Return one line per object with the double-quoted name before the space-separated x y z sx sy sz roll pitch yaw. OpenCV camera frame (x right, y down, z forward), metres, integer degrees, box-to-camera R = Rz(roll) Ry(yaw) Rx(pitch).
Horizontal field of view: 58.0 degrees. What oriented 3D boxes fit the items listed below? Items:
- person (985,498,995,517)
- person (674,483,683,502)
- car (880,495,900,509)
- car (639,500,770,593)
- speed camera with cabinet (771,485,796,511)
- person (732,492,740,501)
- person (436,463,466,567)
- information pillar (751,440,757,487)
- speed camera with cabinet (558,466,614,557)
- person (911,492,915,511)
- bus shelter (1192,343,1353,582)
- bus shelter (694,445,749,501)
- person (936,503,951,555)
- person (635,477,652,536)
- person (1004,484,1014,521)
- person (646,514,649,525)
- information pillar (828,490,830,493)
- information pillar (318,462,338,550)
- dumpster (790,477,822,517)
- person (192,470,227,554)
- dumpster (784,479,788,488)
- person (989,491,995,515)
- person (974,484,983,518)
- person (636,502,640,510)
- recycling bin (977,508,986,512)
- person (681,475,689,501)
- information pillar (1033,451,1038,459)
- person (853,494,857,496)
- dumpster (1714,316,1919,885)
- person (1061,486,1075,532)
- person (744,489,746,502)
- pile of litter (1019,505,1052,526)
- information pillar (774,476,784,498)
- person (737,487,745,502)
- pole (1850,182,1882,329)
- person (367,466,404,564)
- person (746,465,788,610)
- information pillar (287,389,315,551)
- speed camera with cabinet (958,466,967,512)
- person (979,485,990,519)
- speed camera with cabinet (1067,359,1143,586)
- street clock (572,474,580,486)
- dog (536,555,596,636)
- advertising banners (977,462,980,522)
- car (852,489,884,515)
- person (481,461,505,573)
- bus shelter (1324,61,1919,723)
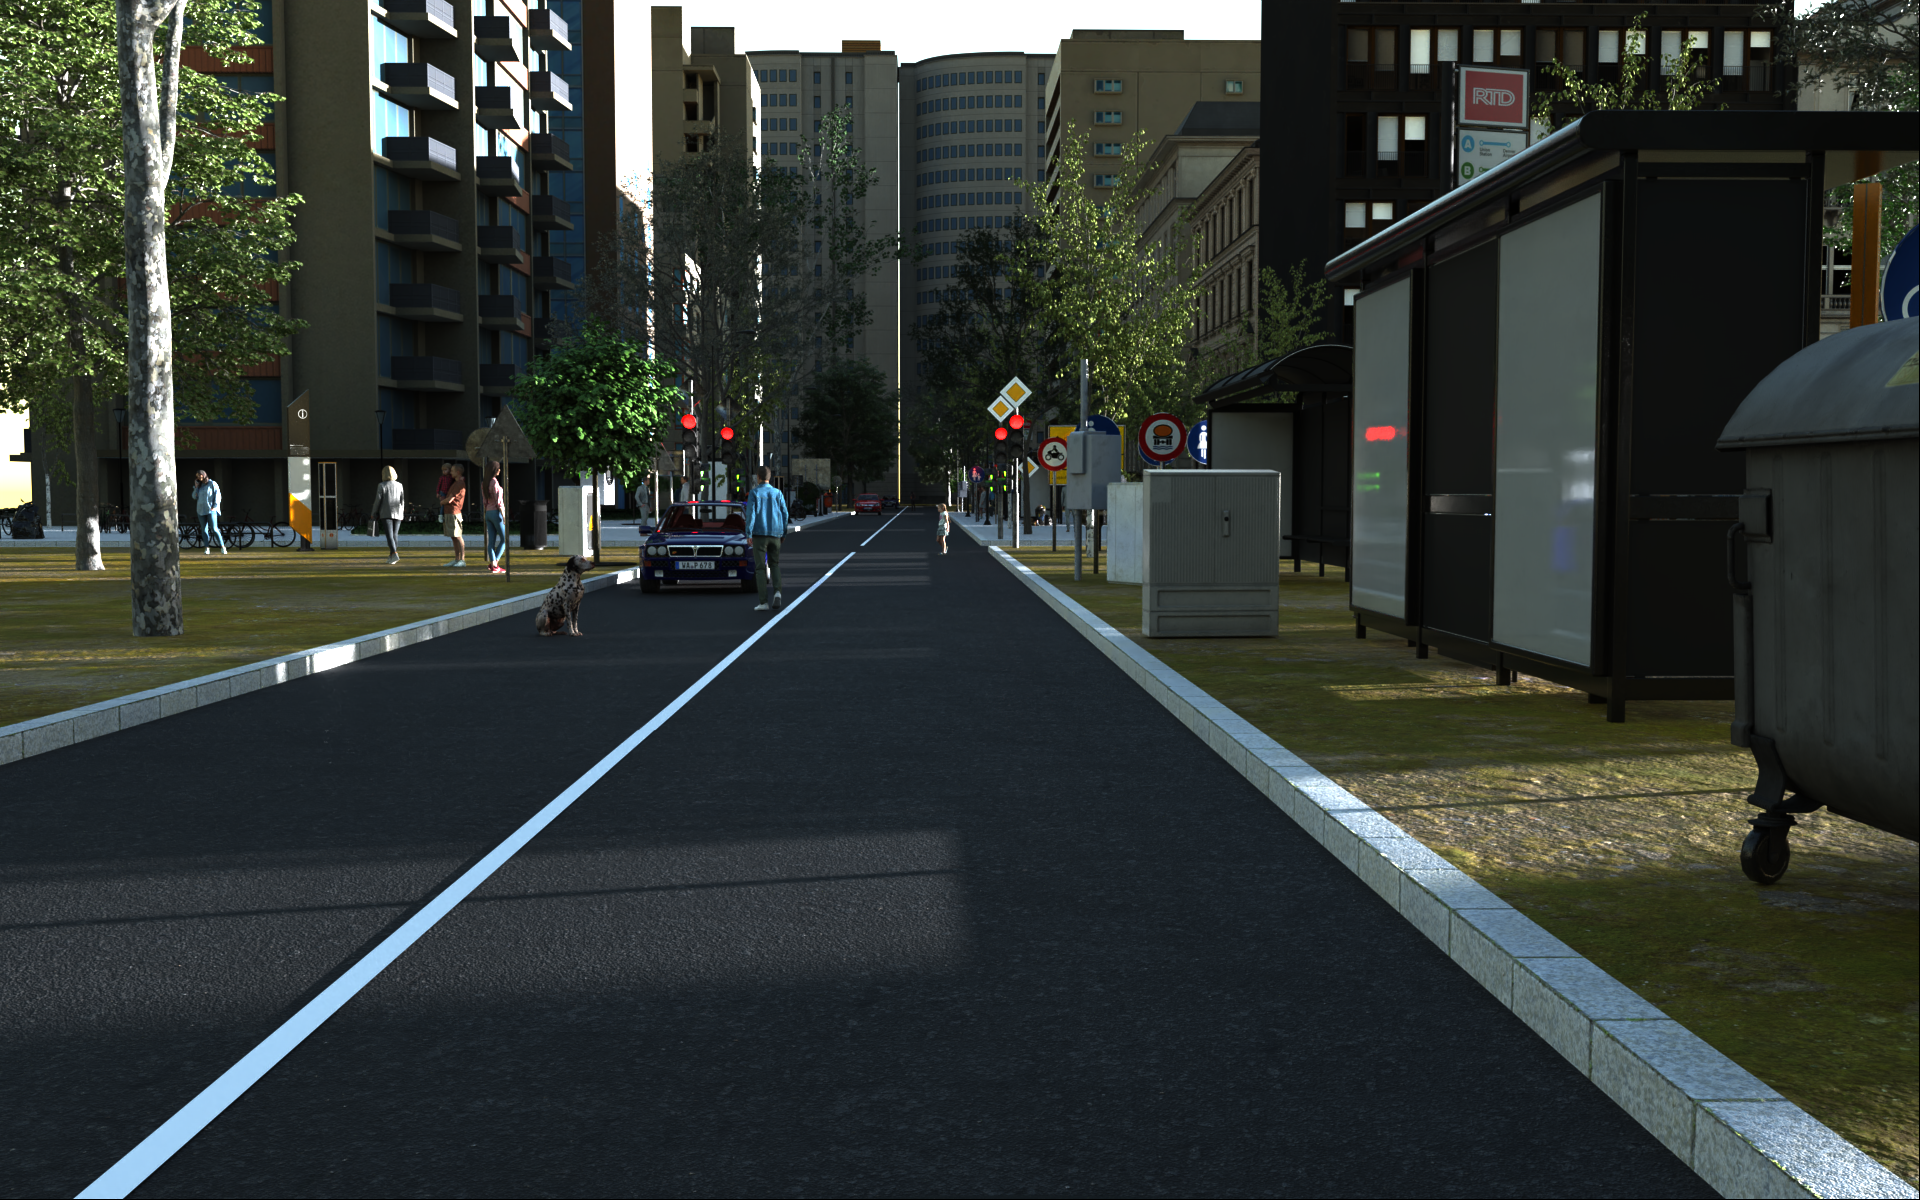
"person" 2.021 -5.503 96.238 0.699 1.804 1.509 -1 4 -23
"person" -11.832 -4.098 73.390 0.623 1.781 0.721 0 4 -1
"car" -6.697 -9.306 164.735 1.945 1.354 3.894 0 4 0
"car" -3.838 -0.843 26.363 1.945 1.354 3.894 0 4 -3
"speed camera with cabinet" -10.217 -6.623 102.629 2.038 3.252 0.660 -2 4 -26
"person" -19.458 -8.803 149.991 1.348 1.822 0.705 -1 4 -8
"person" -8.949 -1.502 30.576 0.580 1.828 0.573 1 4 14
"information pillar" -8.854 -5.094 74.638 0.183 3.616 0.504 1 4 14
"speed camera with cabinet" -7.809 -2.565 36.272 0.660 3.252 2.038 0 4 6
"person" -3.983 -8.350 146.497 0.415 1.643 0.593 1 4 19
"bus shelter" 4.900 -1.960 25.963 2.014 3.302 5.546 0 4 -1
"bus shelter" -10.258 -4.892 73.914 2.014 3.302 5.546 0 4 -1
"person" -0.341 -1.667 40.771 0.382 1.210 0.505 -2 4 -25
"person" -9.631 -2.855 52.815 0.391 1.810 0.635 1 4 12
"person" 2.446 -4.658 82.376 0.419 1.800 0.721 -2 4 -26
"person" -12.832 -3.690 70.618 0.306 1.304 0.590 0 4 5
"information pillar" -9.344 -7.210 122.369 0.304 2.012 0.304 0 4 -6
"information pillar" -14.568 -2.168 39.934 0.304 2.012 0.304 -3 5 -43
"dumpster" -8.649 -5.851 98.155 1.502 2.255 1.985 0 4 -1
"person" -16.112 -1.889 37.187 0.793 1.790 0.793 -2 4 -24
"dumpster" -11.358 -6.699 112.030 1.502 2.255 1.985 0 4 -1
"person" 2.039 -6.093 106.009 0.444 1.785 0.601 -3 5 -42
"person" 1.044 -5.308 92.803 0.573 1.828 0.580 0 4 0
"person" -16.588 -5.162 90.454 0.620 1.820 0.660 1 4 19
"recycling bin" 1.481 -6.573 120.030 0.722 1.027 0.722 -2 4 -28
"person" -8.048 -2.790 51.501 0.795 1.843 0.661 0 4 4
"information pillar" 4.240 -6.339 94.994 0.504 3.616 0.183 0 4 5
"person" -10.629 -10.101 171.720 0.750 1.759 0.617 -2 4 -28
"dumpster" 3.173 0.049 4.959 1.264 1.857 1.865 0 4 -1
"person" 3.747 -3.218 58.759 0.635 1.810 0.391 0 4 4
"person" -18.562 -8.646 148.143 0.721 1.736 1.217 0 4 3
"pile of litter" 3.041 -3.447 70.318 1.719 0.858 1.176 -2 4 -35
"information pillar" -7.548 -4.146 72.285 0.304 2.012 0.304 3 5 42
"person" -16.628 -7.703 132.130 0.705 1.807 1.348 1 4 14
"pole" 5.982 -1.080 11.508 0.158 3.312 0.155 0 3 0
"person" -10.522 -1.563 31.787 0.709 1.800 0.728 -3 5 -41
"person" -2.374 -0.761 21.291 0.601 1.785 0.444 -2 4 -26
"information pillar" -14.749 -2.896 38.702 0.504 3.616 0.183 -3 5 -42
"speed camera with cabinet" 0.869 -7.863 122.889 2.038 3.252 0.660 -1 4 -20
"person" 1.235 -5.060 89.531 0.466 1.731 0.760 3 4 38
"speed camera with cabinet" 2.325 -1.876 25.014 0.660 3.252 2.038 -2 4 -30
"street clock" -9.072 -2.252 41.396 0.358 2.002 0.471 1 4 19
"dog" -4.091 -0.052 17.685 0.513 0.831 0.800 -2 4 -31
"advertising banners" 0.852 -5.162 80.589 0.090 3.025 2.074 0 4 2
"car" -6.252 -6.669 118.073 2.155 1.783 4.494 0 4 -2
"person" -7.555 -1.355 28.206 0.555 1.821 0.388 2 4 35
"bus shelter" 4.351 -2.214 13.838 2.179 5.291 8.768 0 4 -1
